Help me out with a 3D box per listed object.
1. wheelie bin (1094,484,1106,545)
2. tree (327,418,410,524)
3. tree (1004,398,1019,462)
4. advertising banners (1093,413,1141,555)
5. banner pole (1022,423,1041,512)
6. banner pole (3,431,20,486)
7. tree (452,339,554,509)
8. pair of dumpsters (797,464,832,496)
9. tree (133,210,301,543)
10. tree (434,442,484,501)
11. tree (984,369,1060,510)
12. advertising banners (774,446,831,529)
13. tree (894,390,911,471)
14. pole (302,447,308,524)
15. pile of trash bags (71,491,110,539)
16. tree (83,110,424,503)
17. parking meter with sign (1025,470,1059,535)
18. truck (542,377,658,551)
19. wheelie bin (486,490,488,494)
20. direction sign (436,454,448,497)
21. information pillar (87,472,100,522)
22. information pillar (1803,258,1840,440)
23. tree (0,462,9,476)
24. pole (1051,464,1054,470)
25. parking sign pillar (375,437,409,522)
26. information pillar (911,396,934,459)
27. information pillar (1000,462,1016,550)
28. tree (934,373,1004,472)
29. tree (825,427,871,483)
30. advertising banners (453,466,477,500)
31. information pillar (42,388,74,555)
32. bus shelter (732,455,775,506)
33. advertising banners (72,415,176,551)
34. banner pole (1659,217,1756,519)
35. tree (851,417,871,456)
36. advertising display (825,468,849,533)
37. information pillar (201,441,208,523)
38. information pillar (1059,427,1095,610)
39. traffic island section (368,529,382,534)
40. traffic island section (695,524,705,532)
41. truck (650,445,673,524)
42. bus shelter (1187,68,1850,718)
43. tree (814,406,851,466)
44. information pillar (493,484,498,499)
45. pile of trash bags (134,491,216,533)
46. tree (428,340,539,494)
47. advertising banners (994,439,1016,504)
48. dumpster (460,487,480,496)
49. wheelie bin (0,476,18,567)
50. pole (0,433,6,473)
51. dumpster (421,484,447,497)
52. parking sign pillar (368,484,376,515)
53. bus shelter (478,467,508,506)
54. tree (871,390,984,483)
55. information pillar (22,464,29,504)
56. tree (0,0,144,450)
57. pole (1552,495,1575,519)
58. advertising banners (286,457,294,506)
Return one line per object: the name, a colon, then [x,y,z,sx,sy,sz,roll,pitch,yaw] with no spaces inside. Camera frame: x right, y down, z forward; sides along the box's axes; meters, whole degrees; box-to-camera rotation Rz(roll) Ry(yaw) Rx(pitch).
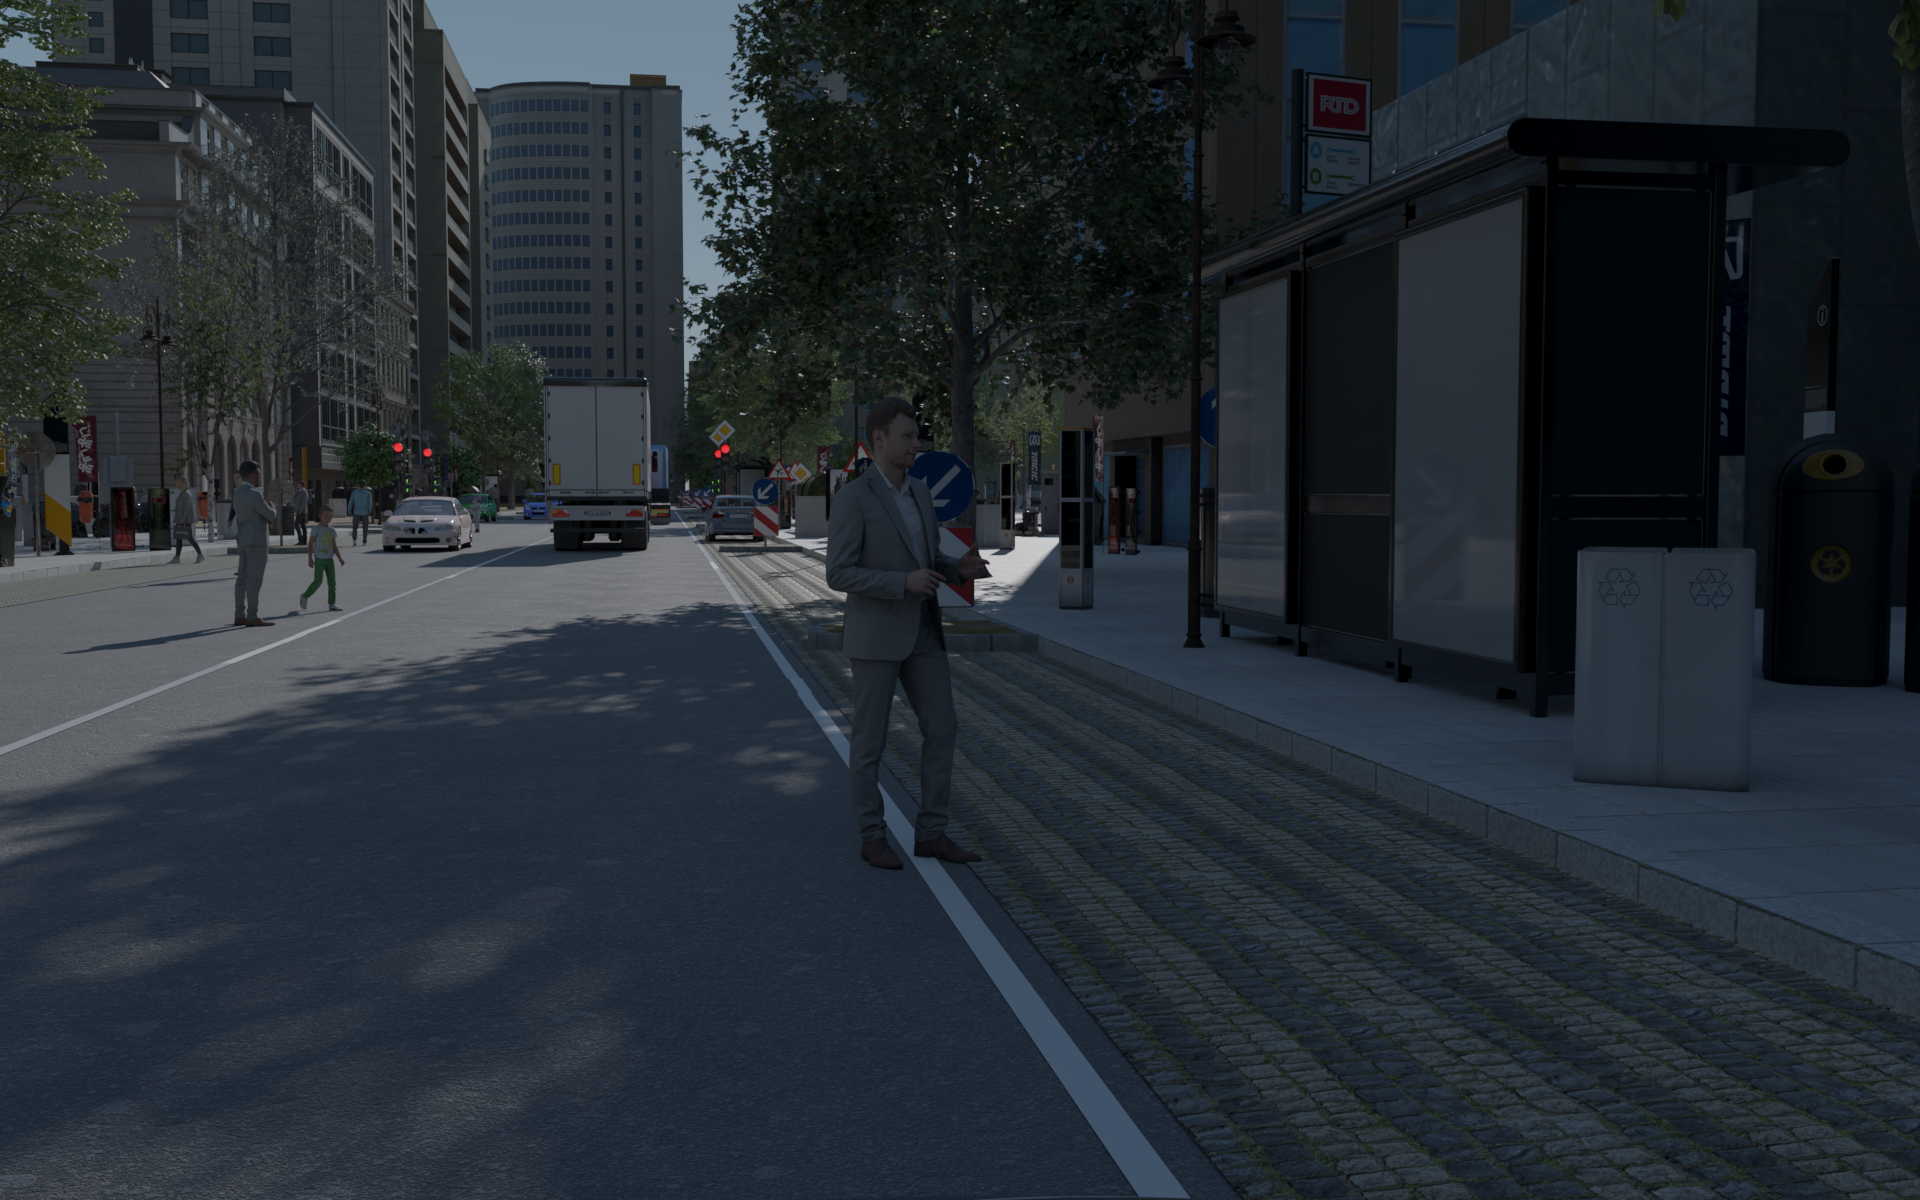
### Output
wheelie bin: [3.324,-2.193,43.771,0.693,1.594,0.980,1,4,9]
tree: [-25.385,-5.552,74.492,4.285,4.588,4.351,0,3,0]
tree: [4.850,-10.535,122.607,4.737,8.622,4.395,0,3,0]
advertising banners: [3.312,-2.495,36.981,0.090,3.025,2.074,-1,4,-23]
banner pole: [2.474,-4.342,61.003,0.863,3.779,0.401,-1,4,-12]
banner pole: [-37.941,-4.843,69.203,0.401,3.779,0.863,2,4,29]
tree: [-37.394,-14.517,144.001,9.857,13.997,8.962,0,3,0]
pair of dumpsters: [-4.606,-3.454,58.971,1.574,2.255,4.437,-1,4,-10]
tree: [-19.784,-5.835,45.772,4.360,8.622,3.978,0,3,0]
tree: [-31.551,-7.678,109.254,4.285,4.588,4.351,0,3,0]
tree: [3.823,-8.980,97.182,4.360,8.622,3.978,0,3,0]
advertising banners: [-5.696,-4.096,63.163,2.074,3.025,0.090,1,4,11]
tree: [-3.690,-9.515,105.940,4.737,8.622,4.395,0,3,0]
pole: [-28.425,-4.973,75.160,0.158,3.312,0.155,0,3,0]
pile of trash bags: [-25.697,-2.533,51.161,1.912,1.369,3.447,-2,4,-24]
tree: [-21.954,-8.837,54.862,12.009,13.543,11.850,0,3,0]
parking meter with sign: [2.925,-3.580,54.789,1.738,3.016,0.543,1,4,16]
truck: [-9.689,-3.565,47.202,2.839,4.237,11.283,-1,4,-10]
wheelie bin: [-34.767,-7.362,128.281,0.980,1.594,0.693,0,4,7]
direction sign: [-29.569,-6.537,98.885,0.379,3.537,0.876,2,4,29]
information pillar: [-29.262,-3.303,58.498,0.304,2.012,0.304,3,5,45]
information pillar: [8.669,-1.597,17.474,0.183,3.616,0.504,0,4,0]
tree: [-31.233,-3.695,55.020,1.663,3.219,1.824,0,3,0]
pole: [6.313,-7.581,117.784,0.158,3.312,0.155,0,3,0]
parking sign pillar: [-26.611,-5.689,81.485,1.447,3.967,1.447,-1,4,-20]
information pillar: [-0.738,-2.655,34.756,0.504,3.616,0.183,-1,4,-21]
information pillar: [1.100,-2.170,39.976,0.304,2.012,0.304,1,4,15]
tree: [0.281,-13.782,143.465,7.486,12.596,7.792,0,3,0]
tree: [-3.129,-3.375,49.782,1.663,3.219,1.824,0,3,0]
advertising banners: [-30.218,-6.706,105.828,2.074,3.025,0.090,2,4,30]
information pillar: [-18.871,-2.744,36.214,0.504,3.616,0.183,-3,4,-36]
bus shelter: [-10.769,-5.964,91.438,2.014,3.302,5.546,-1,4,-10]
advertising banners: [-18.782,-2.611,38.884,2.074,3.025,0.090,-2,4,-33]
banner pole: [5.988,-1.474,14.113,0.863,3.779,0.401,3,5,40]
tree: [-5.285,-10.867,128.032,4.360,8.622,3.978,0,3,0]
advertising display: [-3.030,-2.302,42.844,0.123,1.923,0.974,2,4,25]
information pillar: [-33.223,-5.188,76.182,0.183,3.616,0.504,0,4,-8]
information pillar: [1.295,-0.903,19.259,0.304,2.012,0.304,2,4,29]
traffic island section: [-20.584,-2.534,63.710,2.009,0.180,2.903,-1,4,-10]
traffic island section: [-10.213,-3.137,73.579,2.009,0.180,2.903,-1,4,-10]
truck: [-16.240,-6.095,89.418,2.967,4.110,18.799,-1,4,-10]
bus shelter: [3.360,-2.231,14.107,2.179,5.291,8.768,-1,4,-10]
tree: [-10.194,-11.638,140.650,4.360,8.622,3.978,0,3,0]
information pillar: [-33.199,-7.311,124.020,0.304,2.012,0.304,0,4,3]
pile of trash bags: [-26.847,-2.968,58.274,3.447,1.369,1.912,-3,5,-39]
tree: [-31.955,-11.657,116.346,9.928,11.665,9.643,0,3,0]
advertising banners: [1.470,-3.676,56.283,0.090,3.025,2.074,-1,4,-16]
dumpster: [-34.672,-7.135,122.410,1.264,1.857,1.865,-1,4,-10]
wheelie bin: [-17.057,-1.379,30.450,0.980,1.594,0.693,0,4,2]
pole: [-31.743,-3.890,57.452,0.158,3.312,0.155,0,3,0]
dumpster: [-30.483,-5.783,100.312,1.264,1.857,1.865,-1,4,-10]
parking sign pillar: [-35.705,-7.129,105.035,1.447,3.967,1.447,-1,4,-12]
bus shelter: [-36.004,-8.517,133.175,2.014,3.302,5.546,-1,4,-10]
tree: [-1.771,-8.831,94.747,4.360,8.622,3.978,0,3,0]
information pillar: [-39.256,-4.977,72.723,0.183,3.616,0.504,-3,5,-44]
tree: [-17.879,-6.743,28.375,7.486,12.596,7.792,0,3,0]
pole: [5.451,-1.333,15.644,0.158,3.312,0.155,0,3,0]
advertising banners: [-32.413,-5.318,83.139,2.074,3.025,0.090,3,5,43]
